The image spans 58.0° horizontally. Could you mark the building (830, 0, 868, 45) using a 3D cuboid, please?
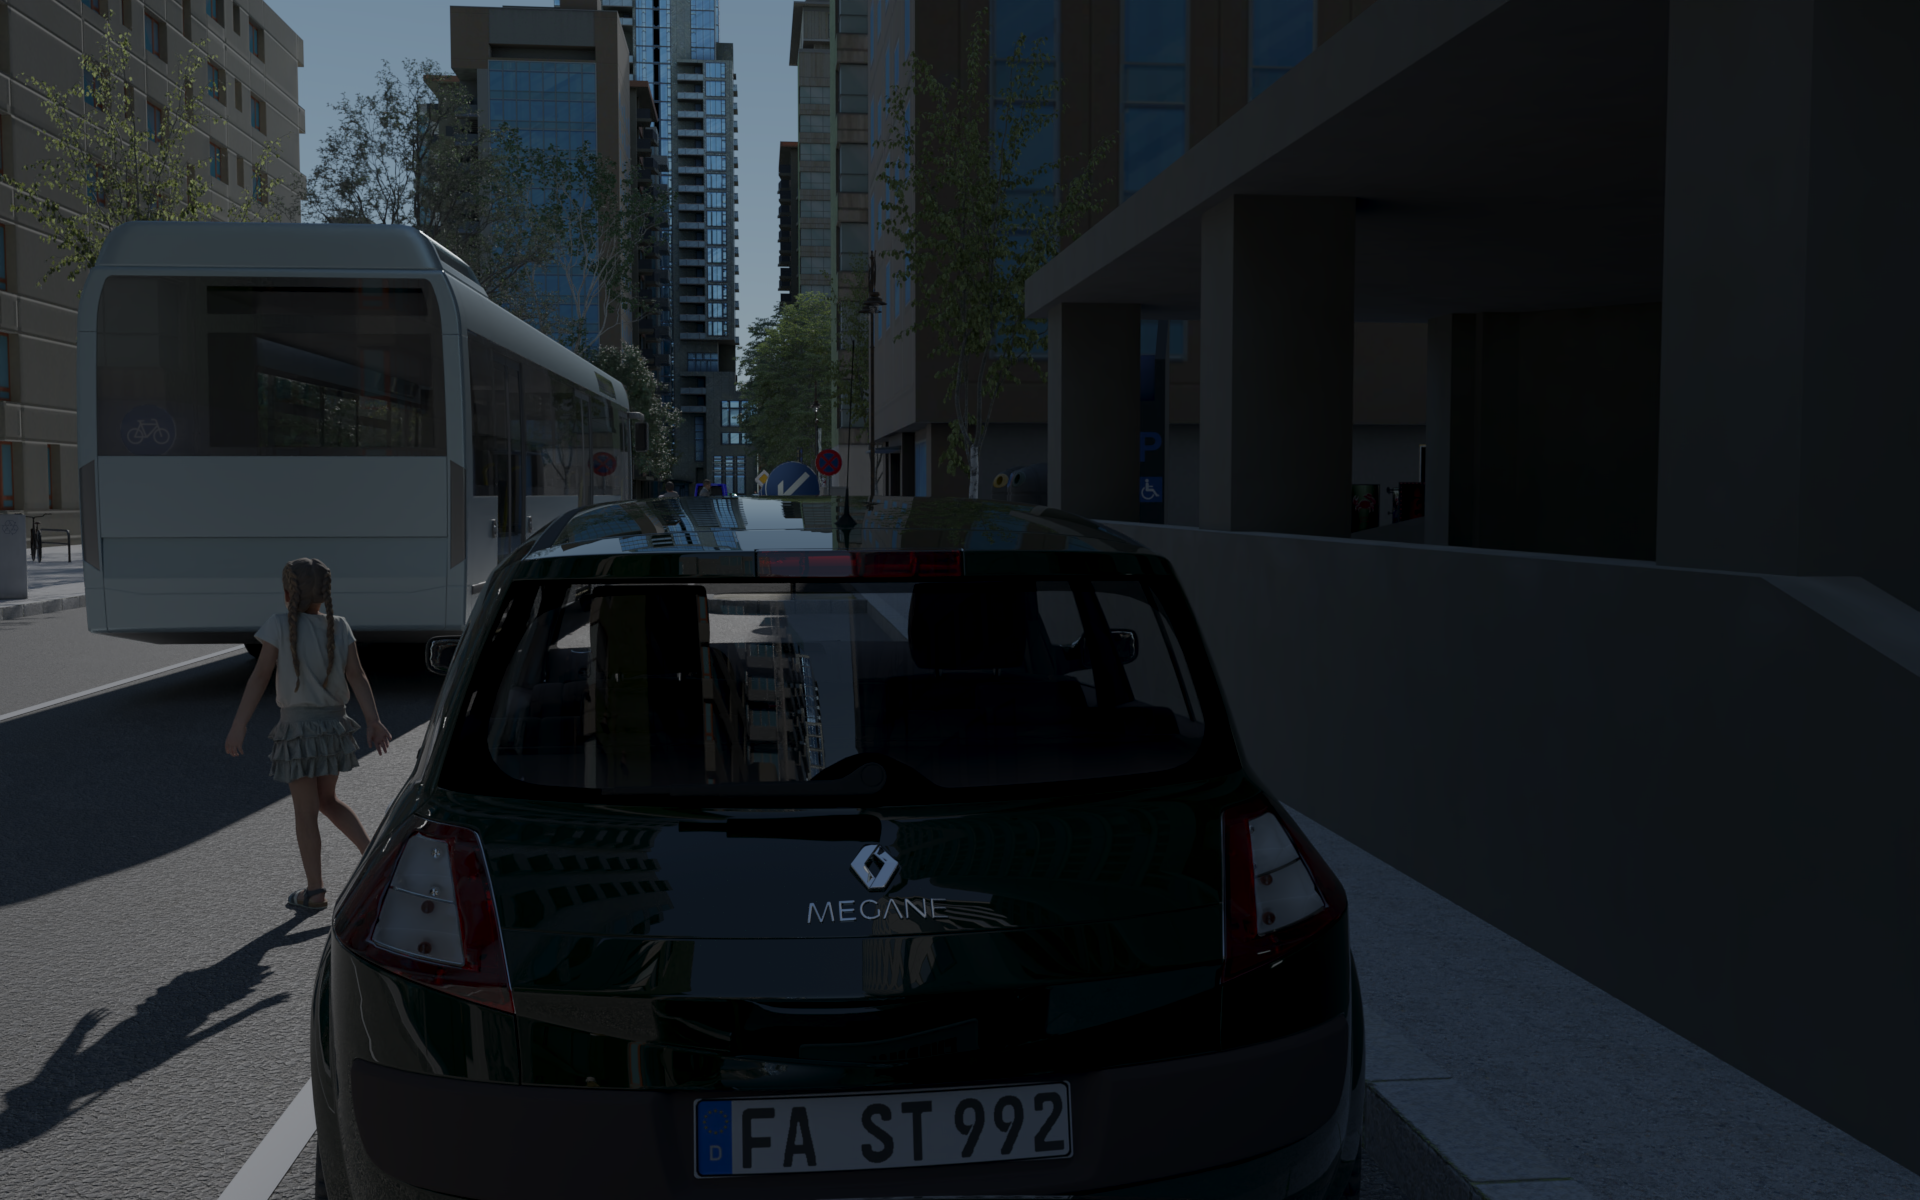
[{"bbox_3d":[2.226,-23.193,62.795,14.154,41.232,14.086,0,4,-7],"label":"building"}]

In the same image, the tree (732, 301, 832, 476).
[{"bbox_3d":[-10.280,-12.594,112.565,9.857,13.997,8.962,0,3,0],"label":"tree"}]

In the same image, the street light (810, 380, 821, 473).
[{"bbox_3d":[-5.848,-5.966,70.327,0.468,5.910,1.993,0,4,-7],"label":"street light"}]

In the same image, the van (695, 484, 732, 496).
[{"bbox_3d":[-14.851,-6.079,103.773,2.240,2.365,5.245,0,4,-5],"label":"van"}]

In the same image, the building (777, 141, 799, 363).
[{"bbox_3d":[-11.210,-34.164,213.210,22.147,44.769,28.867,0,4,-7],"label":"building"}]

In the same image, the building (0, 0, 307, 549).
[{"bbox_3d":[-37.720,-12.596,50.976,28.899,21.520,27.650,0,4,-7],"label":"building"}]

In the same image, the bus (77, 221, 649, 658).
[{"bbox_3d":[-5.285,-1.437,18.353,2.948,3.499,13.247,0,4,-5],"label":"bus"}]

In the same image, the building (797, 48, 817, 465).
[{"bbox_3d":[-8.236,-29.362,163.670,14.154,41.232,14.086,0,4,-7],"label":"building"}]

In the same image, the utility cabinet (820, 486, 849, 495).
[{"bbox_3d":[-3.724,-2.560,50.531,0.318,1.500,1.173,2,4,34],"label":"utility cabinet"}]

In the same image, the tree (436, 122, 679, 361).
[{"bbox_3d":[-20.830,-14.239,88.701,12.611,20.169,13.585,0,3,0],"label":"tree"}]

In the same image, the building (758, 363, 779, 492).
[{"bbox_3d":[-15.000,-24.950,252.973,28.899,21.520,27.650,0,4,-7],"label":"building"}]

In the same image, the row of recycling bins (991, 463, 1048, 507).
[{"bbox_3d":[1.045,-1.047,24.233,1.069,1.692,3.534,0,4,-4],"label":"row of recycling bins"}]

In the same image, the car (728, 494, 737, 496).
[{"bbox_3d":[-18.805,-8.074,140.812,1.959,1.807,4.718,0,4,-8],"label":"car"}]

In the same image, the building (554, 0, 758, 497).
[{"bbox_3d":[-44.505,-57.018,244.912,31.000,86.520,22.319,0,4,-7],"label":"building"}]

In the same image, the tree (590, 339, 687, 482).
[{"bbox_3d":[-25.197,-12.964,128.970,9.611,12.733,9.660,0,3,0],"label":"tree"}]

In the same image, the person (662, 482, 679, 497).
[{"bbox_3d":[-8.172,-2.458,49.041,0.532,1.782,0.716,3,5,44],"label":"person"}]

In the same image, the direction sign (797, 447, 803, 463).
[{"bbox_3d":[-7.769,-5.631,84.071,0.379,3.537,0.876,-1,4,-23],"label":"direction sign"}]

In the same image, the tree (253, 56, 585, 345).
[{"bbox_3d":[-15.334,-8.423,48.093,12.009,13.543,11.850,0,3,0],"label":"tree"}]

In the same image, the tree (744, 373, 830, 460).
[{"bbox_3d":[-11.717,-11.658,125.016,8.767,10.594,7.601,0,4,7],"label":"tree"}]

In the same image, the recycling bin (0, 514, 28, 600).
[{"bbox_3d":[-11.883,-0.530,21.226,0.722,1.027,0.722,-2,4,-35],"label":"recycling bin"}]

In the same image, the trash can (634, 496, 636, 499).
[{"bbox_3d":[-28.037,-8.362,148.377,0.748,1.137,0.748,0,3,0],"label":"trash can"}]

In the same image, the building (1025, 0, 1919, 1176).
[{"bbox_3d":[17.162,-19.418,9.367,32.217,40.220,23.993,0,4,-7],"label":"building"}]

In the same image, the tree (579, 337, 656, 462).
[{"bbox_3d":[-22.084,-10.353,103.691,8.767,10.594,7.601,1,4,14],"label":"tree"}]

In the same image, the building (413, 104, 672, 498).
[{"bbox_3d":[-51.267,-36.300,213.113,30.456,49.044,23.786,0,4,-7],"label":"building"}]

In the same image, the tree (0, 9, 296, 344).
[{"bbox_3d":[-12.812,-4.719,27.526,4.360,8.622,3.978,0,3,0],"label":"tree"}]

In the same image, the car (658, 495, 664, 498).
[{"bbox_3d":[-20.295,-6.613,120.488,2.083,1.381,4.827,0,4,-5],"label":"car"}]

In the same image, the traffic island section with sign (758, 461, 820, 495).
[{"bbox_3d":[-2.206,-0.797,21.651,1.989,1.847,2.006,0,4,-7],"label":"traffic island section with sign"}]

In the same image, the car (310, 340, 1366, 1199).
[{"bbox_3d":[-0.397,0.331,4.380,2.009,1.686,4.222,-1,4,-8],"label":"car"}]

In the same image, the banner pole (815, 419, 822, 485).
[{"bbox_3d":[-4.724,-4.155,57.958,0.401,3.779,0.863,-1,4,-18],"label":"banner pole"}]

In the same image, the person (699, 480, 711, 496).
[{"bbox_3d":[-6.749,-2.287,46.014,0.853,1.813,0.709,-1,4,-15],"label":"person"}]

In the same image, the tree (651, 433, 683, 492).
[{"bbox_3d":[-33.937,-15.229,199.357,4.737,8.622,4.395,0,3,0],"label":"tree"}]

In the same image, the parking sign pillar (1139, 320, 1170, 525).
[{"bbox_3d":[2.662,-2.173,23.995,1.447,3.967,1.447,1,4,9],"label":"parking sign pillar"}]

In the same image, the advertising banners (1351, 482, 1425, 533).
[{"bbox_3d":[5.918,-1.614,22.585,2.074,3.025,0.090,-1,4,-16],"label":"advertising banners"}]

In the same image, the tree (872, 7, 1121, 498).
[{"bbox_3d":[0.403,-4.712,27.399,4.737,8.622,4.395,0,3,0],"label":"tree"}]

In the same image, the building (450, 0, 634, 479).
[{"bbox_3d":[-37.534,-31.084,158.341,14.600,45.320,14.200,0,4,-7],"label":"building"}]

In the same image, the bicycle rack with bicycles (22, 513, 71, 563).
[{"bbox_3d":[-17.925,-1.155,32.267,2.852,0.926,2.925,-3,5,-43],"label":"bicycle rack with bicycles"}]

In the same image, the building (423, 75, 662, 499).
[{"bbox_3d":[-42.677,-32.106,179.558,22.147,44.769,28.867,0,4,-7],"label":"building"}]

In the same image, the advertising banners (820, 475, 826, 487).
[{"bbox_3d":[-11.222,-8.367,132.983,2.074,3.025,0.090,0,4,-4],"label":"advertising banners"}]

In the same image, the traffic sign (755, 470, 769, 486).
[{"bbox_3d":[-7.970,-4.093,70.567,0.795,2.450,0.064,0,4,-7],"label":"traffic sign"}]

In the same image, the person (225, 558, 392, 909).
[{"bbox_3d":[-2.233,0.464,5.937,0.382,1.210,0.505,3,5,43],"label":"person"}]

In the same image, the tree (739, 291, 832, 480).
[{"bbox_3d":[-8.640,-10.963,97.371,7.486,12.596,7.792,0,3,0],"label":"tree"}]

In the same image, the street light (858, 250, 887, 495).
[{"bbox_3d":[-1.669,-3.685,33.034,0.468,5.910,1.993,0,4,-7],"label":"street light"}]

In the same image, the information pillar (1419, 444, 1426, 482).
[{"bbox_3d":[7.012,-1.296,25.679,0.304,2.012,0.304,-3,4,-36],"label":"information pillar"}]

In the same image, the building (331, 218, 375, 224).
[{"bbox_3d":[-86.333,-33.880,245.814,23.993,40.220,32.217,0,4,-7],"label":"building"}]

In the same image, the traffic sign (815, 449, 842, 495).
[{"bbox_3d":[-3.712,-2.991,49.003,0.768,2.556,0.104,0,4,-6],"label":"traffic sign"}]

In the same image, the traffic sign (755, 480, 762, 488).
[{"bbox_3d":[-8.900,-4.578,78.498,0.795,2.450,0.064,0,4,-7],"label":"traffic sign"}]

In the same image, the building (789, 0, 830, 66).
[{"bbox_3d":[-3.509,-36.467,185.480,28.713,52.752,27.495,0,4,-7],"label":"building"}]

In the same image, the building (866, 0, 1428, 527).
[{"bbox_3d":[5.149,-23.893,40.759,14.600,45.320,14.200,0,4,-7],"label":"building"}]

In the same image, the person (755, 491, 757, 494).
[{"bbox_3d":[-18.789,-9.124,158.205,0.750,1.759,0.617,1,4,14],"label":"person"}]
